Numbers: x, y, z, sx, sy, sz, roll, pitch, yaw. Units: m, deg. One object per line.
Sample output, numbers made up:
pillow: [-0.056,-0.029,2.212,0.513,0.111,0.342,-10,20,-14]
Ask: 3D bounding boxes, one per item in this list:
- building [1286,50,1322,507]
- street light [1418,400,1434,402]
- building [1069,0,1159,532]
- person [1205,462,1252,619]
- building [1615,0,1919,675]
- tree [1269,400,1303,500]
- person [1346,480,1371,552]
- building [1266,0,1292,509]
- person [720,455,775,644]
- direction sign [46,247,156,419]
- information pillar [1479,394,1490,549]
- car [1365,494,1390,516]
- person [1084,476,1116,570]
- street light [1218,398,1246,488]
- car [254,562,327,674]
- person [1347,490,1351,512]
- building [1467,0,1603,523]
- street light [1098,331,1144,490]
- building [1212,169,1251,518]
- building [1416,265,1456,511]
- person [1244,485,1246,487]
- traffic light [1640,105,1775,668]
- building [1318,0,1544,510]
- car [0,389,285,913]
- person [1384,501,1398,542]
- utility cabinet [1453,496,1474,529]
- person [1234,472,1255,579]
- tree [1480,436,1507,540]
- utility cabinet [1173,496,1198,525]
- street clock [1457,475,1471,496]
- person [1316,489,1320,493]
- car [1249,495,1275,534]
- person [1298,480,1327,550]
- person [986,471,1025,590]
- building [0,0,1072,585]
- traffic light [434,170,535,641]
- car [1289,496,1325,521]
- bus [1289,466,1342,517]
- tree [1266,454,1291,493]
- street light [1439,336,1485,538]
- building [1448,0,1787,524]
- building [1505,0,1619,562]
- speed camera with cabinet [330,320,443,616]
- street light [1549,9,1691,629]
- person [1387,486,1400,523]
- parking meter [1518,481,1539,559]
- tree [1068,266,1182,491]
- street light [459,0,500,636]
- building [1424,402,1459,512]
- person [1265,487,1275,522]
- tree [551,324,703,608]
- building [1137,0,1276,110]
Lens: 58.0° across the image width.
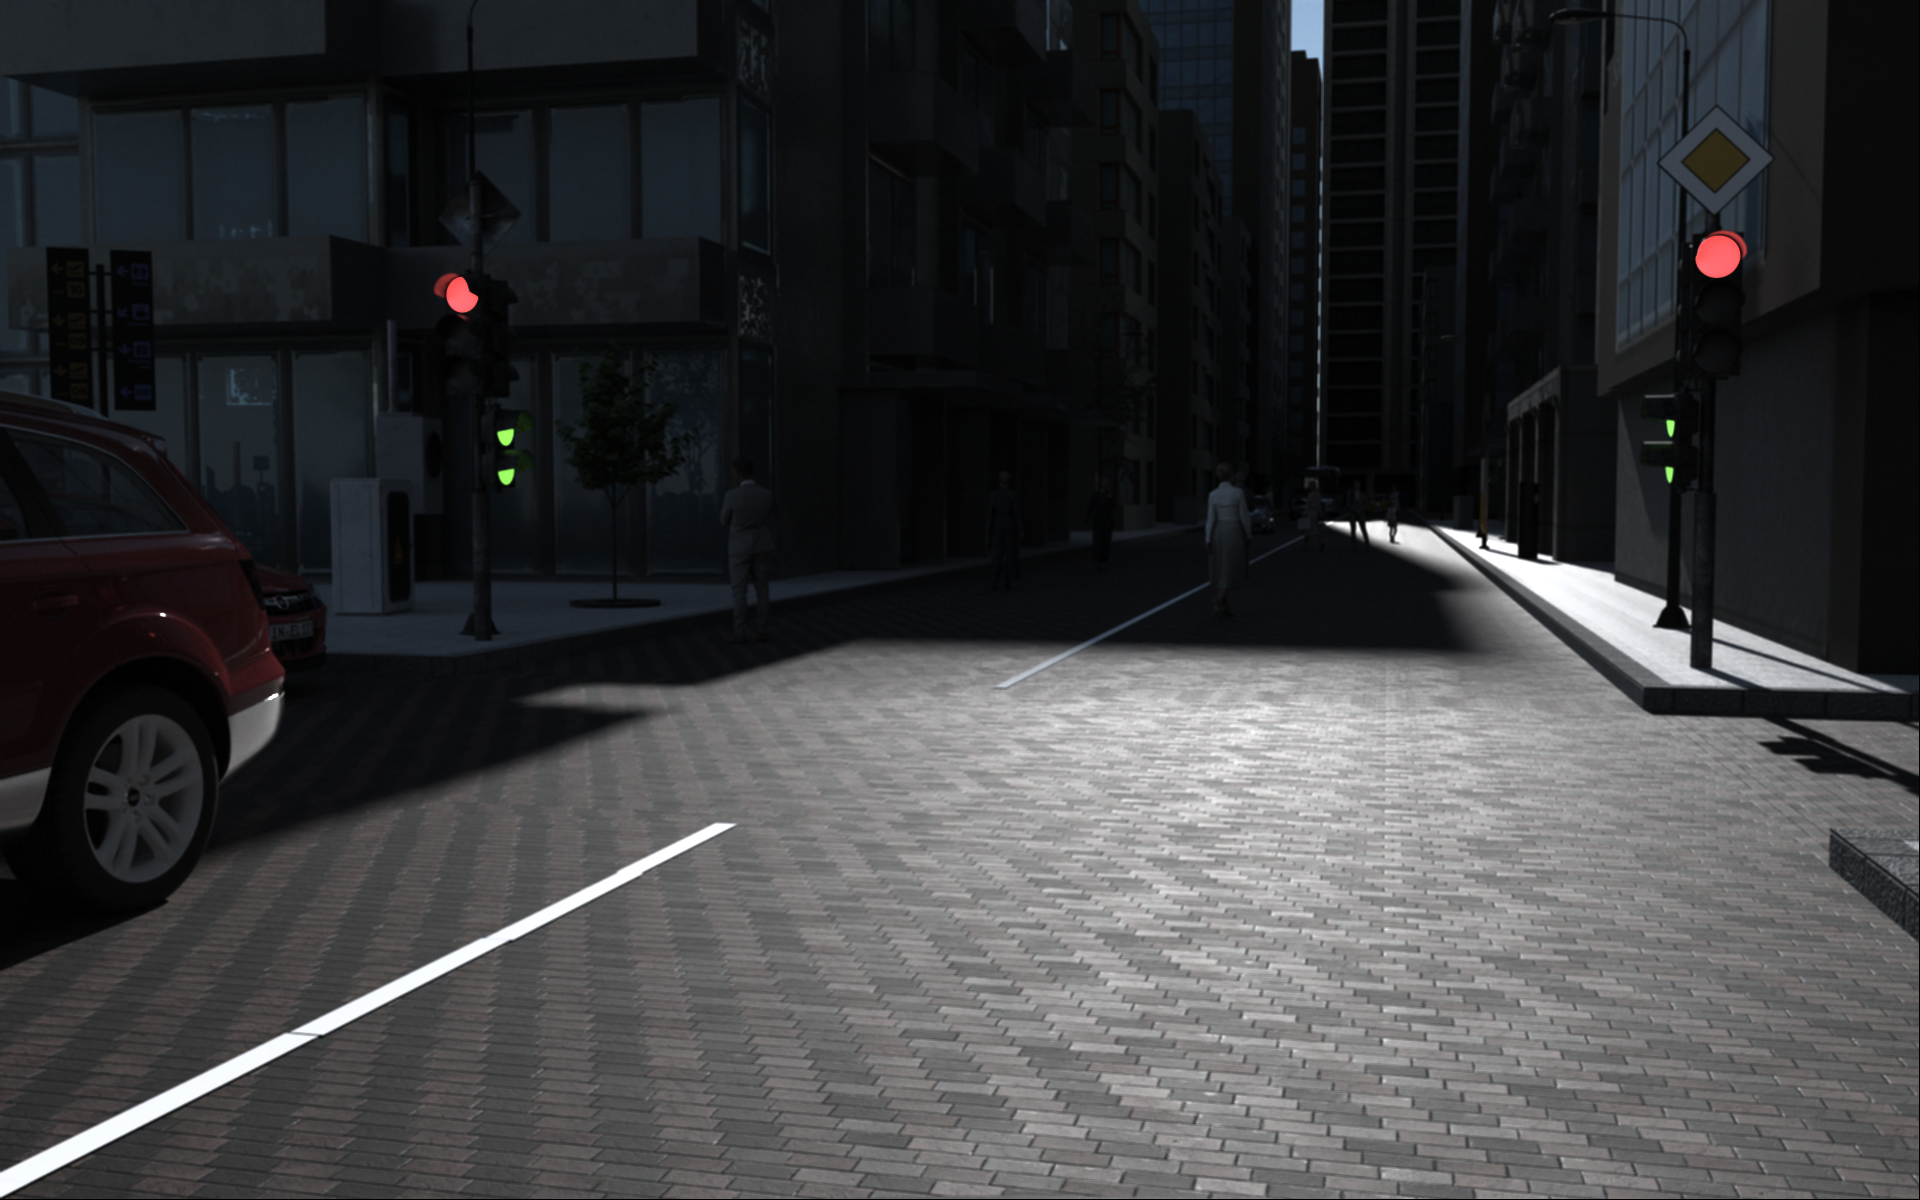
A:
building: [29.315,-32.213,176.786,14.200,45.320,14.600,1,4,14]
street light: [23.164,-6.882,85.054,1.470,5.913,1.316,1,4,14]
building: [-4.365,-14.121,75.926,27.650,21.520,28.899,1,4,14]
person: [3.059,-0.688,19.971,0.478,1.798,0.641,3,4,39]
building: [14.470,-22.361,15.710,14.200,45.320,14.600,1,4,14]
tree: [24.365,-11.223,133.859,4.360,8.622,3.978,0,3,0]
person: [9.937,-2.103,43.153,0.520,1.790,0.573,-1,4,-13]
building: [18.437,-43.770,153.890,20.611,71.187,20.563,1,4,14]
person: [-2.080,-0.494,16.764,0.511,1.800,0.466,-3,5,-45]
direction sign: [-7.953,-1.475,16.112,0.876,3.537,0.379,-1,4,-19]
information pillar: [12.241,-2.999,40.394,0.183,3.616,0.504,2,4,28]
car: [27.289,-6.286,113.000,2.015,1.641,3.980,1,4,13]
person: [2.677,-1.469,32.935,0.576,1.772,0.534,-2,4,-30]
street light: [13.121,-6.819,84.035,1.470,5.913,1.316,1,4,14]
car: [-6.782,-0.218,12.604,4.494,1.783,2.155,1,4,15]
person: [30.765,-7.783,136.477,0.721,1.736,1.217,1,4,12]
building: [32.254,-27.266,65.410,23.786,49.044,30.456,1,4,14]
street light: [4.551,-4.717,49.664,1.470,5.913,1.316,1,4,14]
building: [2.640,-15.951,105.836,27.650,21.520,28.899,1,4,14]
building: [52.155,-18.181,142.296,27.650,21.520,28.899,1,4,14]
person: [13.107,-4.360,79.882,0.850,1.850,0.679,-3,5,-44]
traffic light: [5.464,-1.454,12.700,0.839,4.253,0.868,1,4,14]
building: [47.512,-45.090,175.469,20.611,71.187,20.563,1,4,14]
car: [-4.148,0.240,4.753,2.281,1.827,5.304,1,4,15]
person: [12.896,-2.351,51.956,0.382,1.210,0.505,-3,4,-36]
utility cabinet: [18.434,-3.199,63.463,0.306,1.237,1.020,3,5,44]
person: [4.663,-1.267,29.397,0.661,1.801,0.590,-2,4,-25]
tree: [15.818,-3.328,49.012,1.663,3.219,1.824,0,3,0]
utility cabinet: [9.450,-3.751,72.486,1.020,1.237,0.306,2,4,34]
street clock: [19.330,-3.785,66.456,0.471,2.002,0.358,-1,4,-18]
person: [20.406,-5.588,99.728,0.599,1.838,0.709,-2,4,-35]
car: [10.626,-3.171,63.842,2.014,1.417,4.499,1,4,13]
person: [9.031,-2.169,44.319,0.694,1.780,0.624,-2,4,-27]
person: [0.680,-1.033,25.813,0.576,1.772,0.534,0,4,3]
building: [-9.314,-25.563,37.570,23.786,49.044,30.456,1,4,14]
traffic light: [-4.163,-1.598,15.053,0.839,4.253,0.868,1,4,14]
car: [18.978,-5.012,94.525,1.945,1.354,3.894,1,4,15]
bus: [23.152,-7.160,111.921,2.948,3.499,13.247,1,4,14]
tree: [25.003,-9.491,138.884,4.285,4.588,4.351,0,3,0]
street light: [14.832,-4.799,51.011,1.470,5.913,1.316,1,4,14]
building: [33.540,-26.938,90.551,14.600,45.320,14.200,1,4,14]
building: [22.323,-36.358,32.705,20.563,71.187,20.611,1,4,14]
speed camera with cabinet: [-6.285,-1.514,19.090,0.660,3.252,2.038,0,4,1]
street light: [6.341,-2.697,16.644,1.470,5.913,1.316,1,4,14]
person: [21.037,-4.613,84.010,0.616,1.811,0.778,2,4,25]
parking meter: [11.291,-1.590,34.400,0.372,1.533,0.369,0,3,0]
tree: [4.667,-6.453,55.877,4.360,8.622,3.978,0,3,0]
street light: [-3.873,-2.630,15.546,1.470,5.913,1.316,1,4,14]
building: [42.333,-48.833,111.091,22.319,86.520,31.000,1,4,14]
person: [15.433,-4.744,86.293,0.641,1.798,0.478,0,4,-1]
tree: [-4.031,-1.536,19.723,1.663,3.219,1.824,0,3,0]
building: [15.064,-28.997,124.205,14.600,45.320,14.200,1,4,14]
